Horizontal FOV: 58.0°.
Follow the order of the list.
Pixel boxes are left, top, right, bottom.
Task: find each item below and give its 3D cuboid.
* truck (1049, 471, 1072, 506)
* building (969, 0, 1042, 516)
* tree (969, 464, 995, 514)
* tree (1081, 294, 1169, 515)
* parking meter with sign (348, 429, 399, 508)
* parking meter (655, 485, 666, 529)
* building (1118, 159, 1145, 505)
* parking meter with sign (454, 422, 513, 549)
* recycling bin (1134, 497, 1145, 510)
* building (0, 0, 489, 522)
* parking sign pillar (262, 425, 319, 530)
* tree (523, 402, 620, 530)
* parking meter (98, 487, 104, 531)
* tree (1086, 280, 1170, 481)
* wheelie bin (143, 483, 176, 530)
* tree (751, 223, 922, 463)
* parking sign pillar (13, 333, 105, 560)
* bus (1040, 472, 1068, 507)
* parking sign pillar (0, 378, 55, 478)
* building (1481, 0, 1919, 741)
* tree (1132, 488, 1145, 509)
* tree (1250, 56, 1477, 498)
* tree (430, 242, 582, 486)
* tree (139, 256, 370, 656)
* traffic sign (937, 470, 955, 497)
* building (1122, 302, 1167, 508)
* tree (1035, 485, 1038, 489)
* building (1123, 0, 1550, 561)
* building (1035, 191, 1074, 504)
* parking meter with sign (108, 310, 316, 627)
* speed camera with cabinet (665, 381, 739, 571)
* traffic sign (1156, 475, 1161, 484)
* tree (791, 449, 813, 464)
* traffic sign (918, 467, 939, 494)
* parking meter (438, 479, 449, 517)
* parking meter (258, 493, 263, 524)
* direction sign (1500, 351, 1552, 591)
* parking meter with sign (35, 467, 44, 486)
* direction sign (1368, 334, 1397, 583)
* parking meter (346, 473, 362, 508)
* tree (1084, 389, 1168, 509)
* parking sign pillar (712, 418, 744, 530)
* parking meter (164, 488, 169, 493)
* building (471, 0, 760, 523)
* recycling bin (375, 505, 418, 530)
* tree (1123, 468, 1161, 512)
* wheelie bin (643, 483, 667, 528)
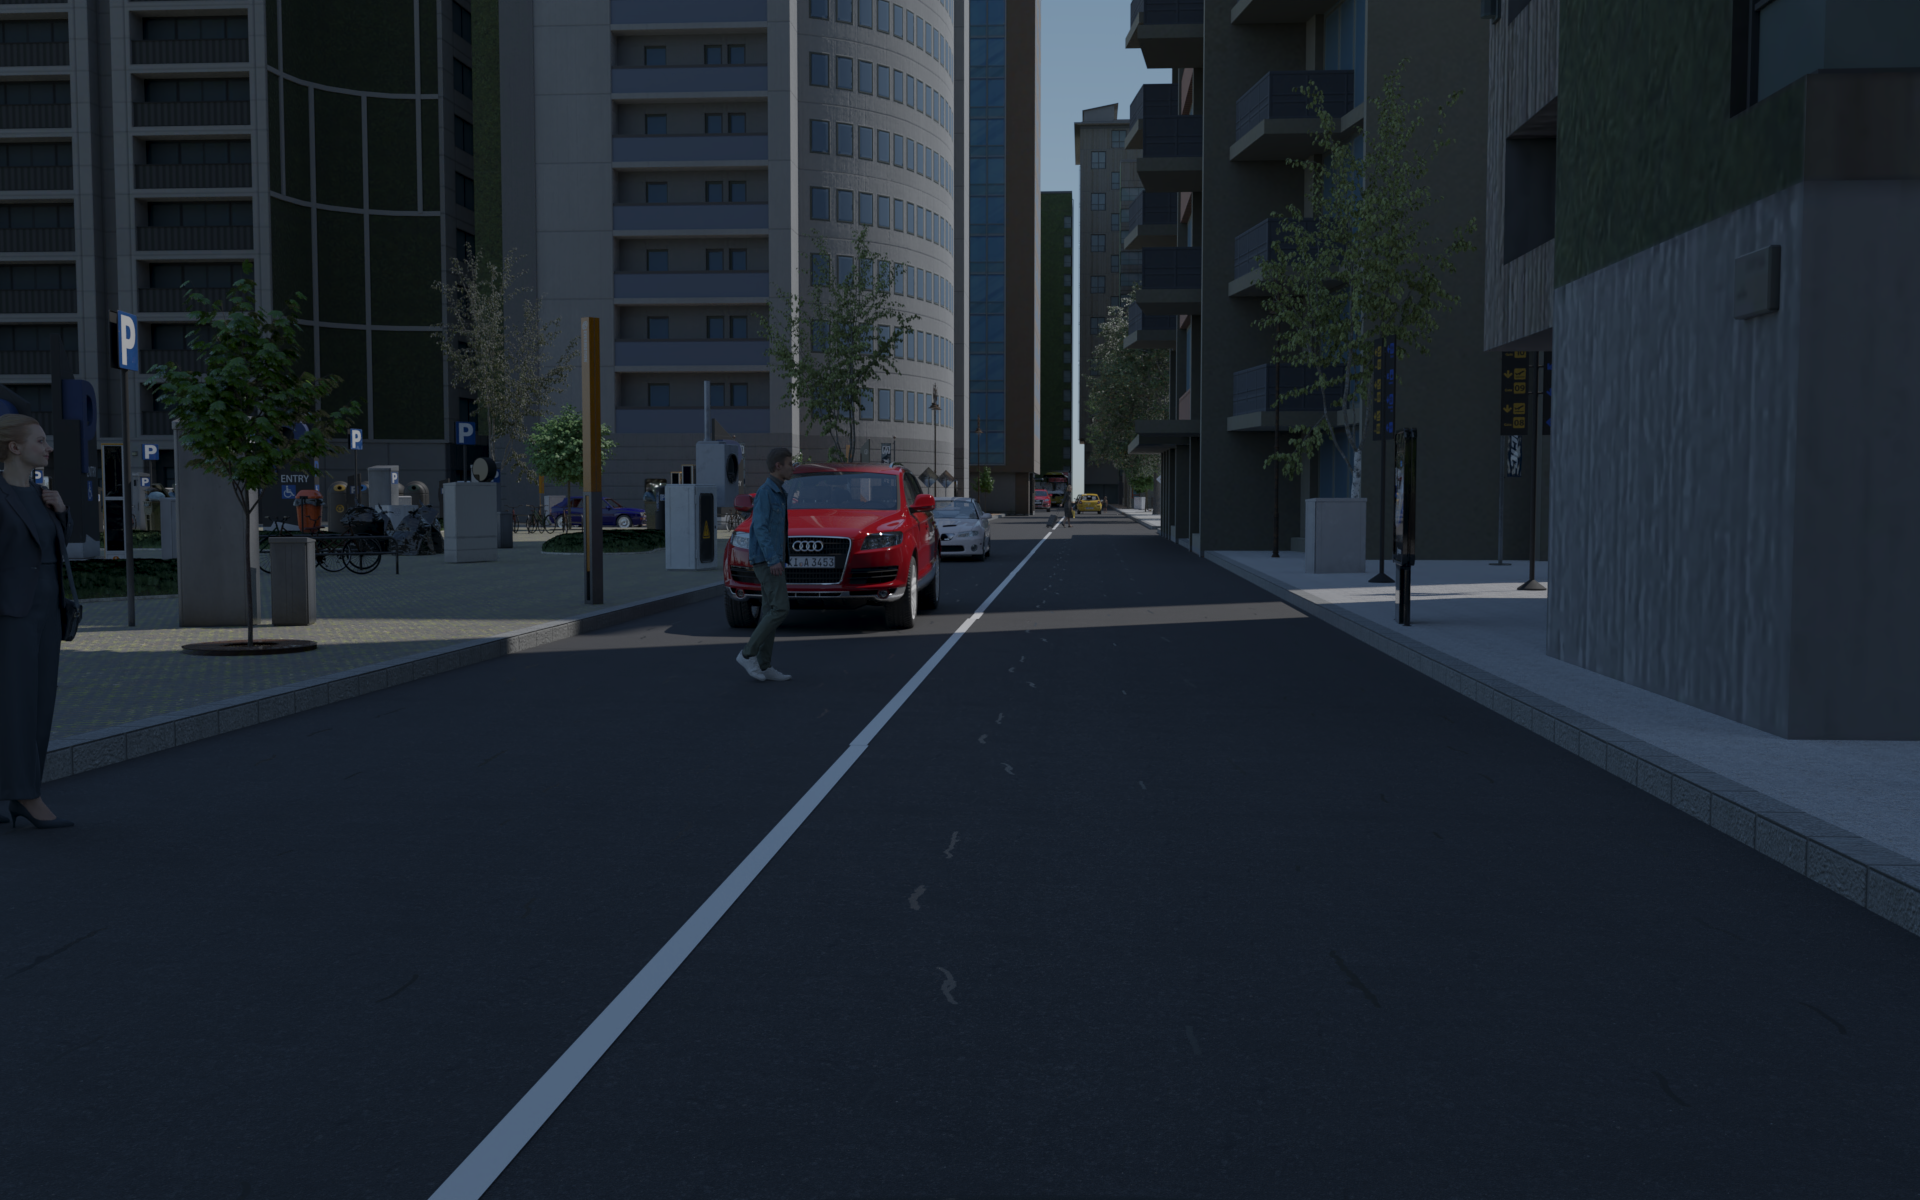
[{"bbox_3d":[12.107,-13.501,209.653,2.839,4.237,11.283,0,4,6],"label":"truck"},{"bbox_3d":[-1.564,-28.662,118.729,14.600,45.320,14.200,0,4,4],"label":"building"},{"bbox_3d":[1.643,-7.075,110.283,1.663,3.219,1.824,0,3,0],"label":"tree"},{"bbox_3d":[12.476,-12.331,108.270,9.857,13.997,8.962,0,3,0],"label":"tree"},{"bbox_3d":[-15.396,-3.058,46.253,1.738,3.016,0.543,1,4,14],"label":"parking meter with sign"},{"bbox_3d":[-8.192,-2.396,47.584,0.372,1.533,0.369,0,3,0],"label":"parking meter"},{"bbox_3d":[26.649,-32.428,213.793,14.154,41.232,14.086,0,4,4],"label":"building"},{"bbox_3d":[-11.310,-2.754,41.296,1.738,3.016,0.543,3,5,40],"label":"parking meter with sign"},{"bbox_3d":[14.879,-8.002,143.387,0.722,1.027,0.722,2,4,33],"label":"recycling bin"},{"bbox_3d":[-34.419,-39.439,83.076,20.611,71.187,20.563,0,4,4],"label":"building"},{"bbox_3d":[-16.885,-3.376,43.670,1.447,3.967,1.447,0,4,-4],"label":"parking sign pillar"},{"bbox_3d":[-13.856,-4.774,61.761,4.285,4.588,4.351,0,3,0],"label":"tree"},{"bbox_3d":[-21.742,-2.147,43.521,0.372,1.533,0.369,0,3,0],"label":"parking meter"},{"bbox_3d":[10.915,-10.516,88.949,9.611,12.733,9.660,0,3,0],"label":"tree"},{"bbox_3d":[-23.909,-2.672,51.596,0.980,1.594,0.693,3,5,43],"label":"wheelie bin"},{"bbox_3d":[-3.231,-5.882,46.540,4.737,8.622,4.395,0,3,0],"label":"tree"},{"bbox_3d":[-15.218,-2.529,29.814,1.447,3.967,1.447,-1,4,-15],"label":"parking sign pillar"},{"bbox_3d":[10.771,-12.468,195.402,2.896,3.916,12.252,0,4,5],"label":"bus"},{"bbox_3d":[-19.238,-2.817,34.523,1.447,3.967,1.447,0,4,1],"label":"parking sign pillar"},{"bbox_3d":[11.815,-14.846,14.440,14.160,30.474,14.107,0,4,4],"label":"building"},{"bbox_3d":[15.721,-9.685,152.953,1.663,3.219,1.824,0,3,0],"label":"tree"},{"bbox_3d":[6.904,-4.878,30.110,4.737,8.622,4.395,0,3,0],"label":"tree"},{"bbox_3d":[-13.602,-6.179,51.389,4.360,8.622,3.978,0,3,0],"label":"tree"},{"bbox_3d":[-5.701,-1.197,14.178,1.663,3.219,1.824,0,3,0],"label":"tree"},{"bbox_3d":[-0.585,-4.166,71.749,0.795,2.450,0.064,0,4,4],"label":"traffic sign"},{"bbox_3d":[30.025,-19.762,168.144,27.650,21.520,28.899,0,4,4],"label":"building"},{"bbox_3d":[8.227,-12.955,206.419,1.663,3.219,1.824,0,3,0],"label":"tree"},{"bbox_3d":[15.629,-23.903,45.441,22.147,44.769,28.867,0,4,4],"label":"building"},{"bbox_3d":[8.414,-33.797,236.171,14.086,41.232,14.154,0,4,4],"label":"building"},{"bbox_3d":[-7.212,-1.257,16.816,1.738,3.016,0.543,0,4,-8],"label":"parking meter with sign"},{"bbox_3d":[-4.395,-2.159,29.641,0.660,3.252,2.038,1,4,13],"label":"speed camera with cabinet"},{"bbox_3d":[8.435,-4.125,71.081,0.795,2.450,0.064,0,4,4],"label":"traffic sign"},{"bbox_3d":[-6.794,-4.823,73.456,1.663,3.219,1.824,0,3,0],"label":"tree"},{"bbox_3d":[-1.159,-3.678,63.785,0.795,2.450,0.064,0,4,4],"label":"traffic sign"},{"bbox_3d":[-19.278,-3.609,64.717,0.399,1.863,0.255,-1,4,-11],"label":"parking meter"},{"bbox_3d":[-29.858,-4.174,73.957,0.255,1.863,0.399,3,5,44],"label":"parking meter"},{"bbox_3d":[7.639,-1.898,23.035,0.876,3.537,0.379,1,4,17],"label":"direction sign"},{"bbox_3d":[-52.727,-6.328,99.724,0.543,3.016,1.738,1,4,20],"label":"parking meter with sign"},{"bbox_3d":[6.119,-2.020,25.029,0.379,3.537,0.876,0,4,-5],"label":"direction sign"},{"bbox_3d":[-16.854,-2.596,48.152,0.399,1.863,0.255,-1,4,-21],"label":"parking meter"},{"bbox_3d":[14.246,-13.498,146.439,9.928,11.665,9.643,0,3,0],"label":"tree"},{"bbox_3d":[-8.339,-4.512,62.241,1.447,3.967,1.447,2,4,31],"label":"parking sign pillar"},{"bbox_3d":[-27.271,-3.113,59.312,0.372,1.533,0.369,0,3,0],"label":"parking meter"},{"bbox_3d":[-10.939,-33.503,89.773,21.231,58.520,28.212,0,4,4],"label":"building"},{"bbox_3d":[-12.836,-1.648,39.497,0.722,1.027,0.722,3,5,44],"label":"recycling bin"},{"bbox_3d":[15.041,-9.482,138.740,4.285,4.588,4.351,0,3,0],"label":"tree"},{"bbox_3d":[-8.744,-2.583,50.137,0.693,1.594,0.980,3,5,41],"label":"wheelie bin"}]
